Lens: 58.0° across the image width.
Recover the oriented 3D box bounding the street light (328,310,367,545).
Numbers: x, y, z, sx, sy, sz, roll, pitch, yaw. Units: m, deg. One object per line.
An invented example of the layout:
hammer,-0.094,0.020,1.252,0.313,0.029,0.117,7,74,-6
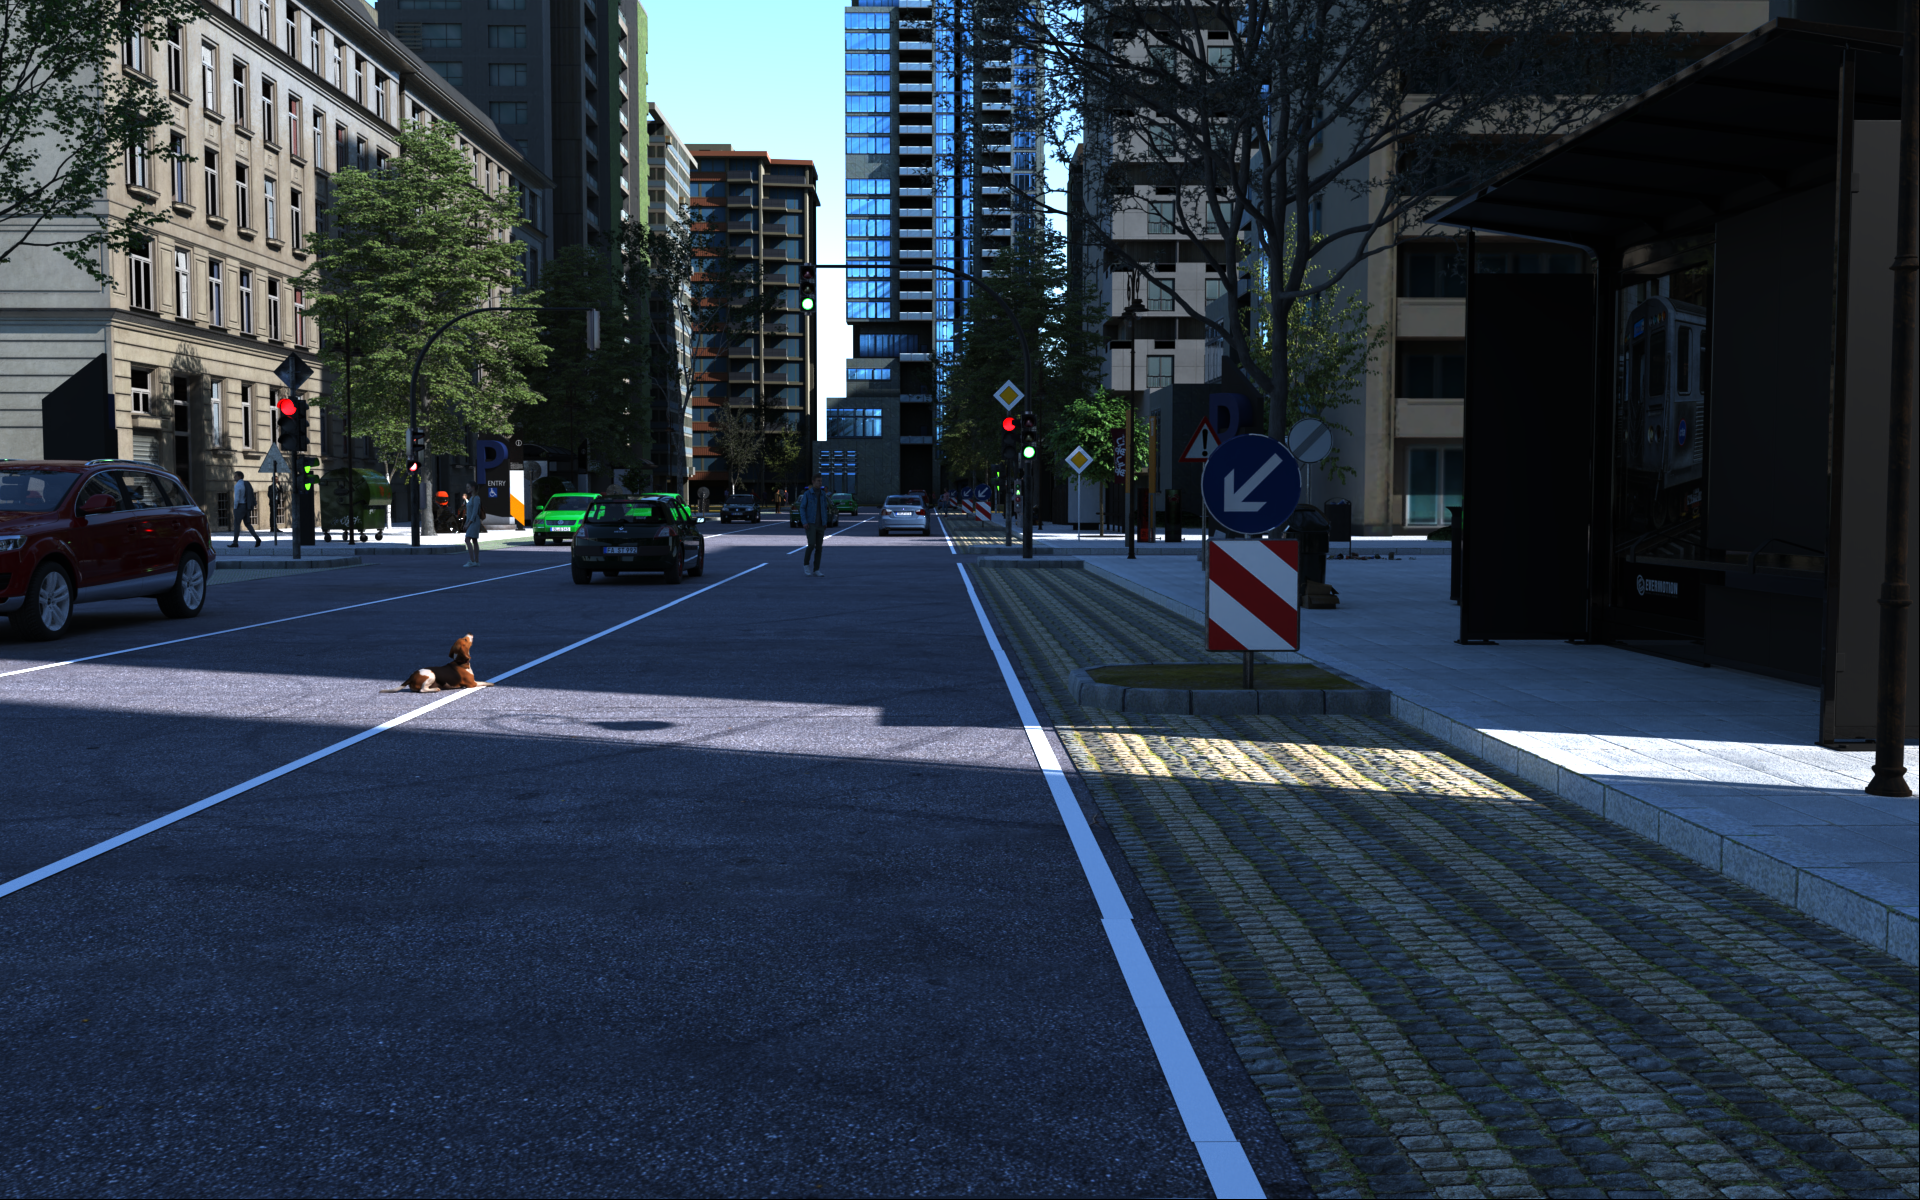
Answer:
street light,-15.420,-4.339,43.737,0.468,5.910,1.993,0,4,-1

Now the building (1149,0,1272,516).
building,23.627,-47.779,93.851,22.319,86.520,31.000,0,4,-1

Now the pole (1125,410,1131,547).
pole,4.112,-2.942,41.952,0.158,3.312,0.155,0,3,0

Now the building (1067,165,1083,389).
building,16.358,-23.423,154.670,14.160,30.474,14.107,0,4,-1

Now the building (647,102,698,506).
building,-38.628,-29.155,168.566,23.993,40.220,32.217,0,4,-1

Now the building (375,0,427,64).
building,-32.271,-26.914,123.633,14.154,41.232,14.086,0,4,-1

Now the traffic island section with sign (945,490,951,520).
traffic island section with sign,0.272,-5.231,94.153,1.989,1.847,2.006,0,4,-1

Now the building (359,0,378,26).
building,-61.528,-33.639,173.704,21.600,48.544,21.300,0,4,-1

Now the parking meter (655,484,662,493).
parking meter,-17.622,-5.848,101.329,0.255,1.863,0.399,-3,5,-42

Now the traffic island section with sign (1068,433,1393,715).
traffic island section with sign,1.787,-0.212,12.101,1.989,1.847,2.006,0,4,-1

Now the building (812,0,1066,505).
building,-2.516,-55.384,218.202,31.000,86.520,22.319,0,4,-1

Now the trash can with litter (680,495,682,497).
trash can with litter,-17.138,-5.740,104.907,1.678,1.210,2.233,-3,5,-44

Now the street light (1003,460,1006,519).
street light,2.344,-7.170,90.012,0.468,5.910,1.993,0,4,-1

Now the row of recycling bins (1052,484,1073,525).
row of recycling bins,4.625,-4.001,72.532,1.069,1.692,3.534,-1,4,-12

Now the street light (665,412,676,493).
street light,-16.367,-7.660,98.034,0.468,5.910,1.993,0,4,-1

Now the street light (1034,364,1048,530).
street light,2.876,-5.450,61.891,0.468,5.910,1.993,0,4,-1

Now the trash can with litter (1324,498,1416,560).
trash can with litter,7.797,-1.403,33.994,2.233,1.210,1.678,1,4,19

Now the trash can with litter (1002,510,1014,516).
trash can with litter,2.863,-5.435,100.245,0.624,1.170,1.055,2,4,27

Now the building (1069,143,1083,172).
building,21.154,-34.609,215.961,14.200,45.320,14.600,0,4,-1

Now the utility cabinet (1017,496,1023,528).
utility cabinet,2.380,-3.368,66.231,0.306,1.237,1.020,0,4,-6

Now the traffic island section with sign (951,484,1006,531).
traffic island section with sign,0.763,-3.583,67.202,1.989,1.847,2.006,0,4,-1

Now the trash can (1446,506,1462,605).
trash can,5.973,-0.508,19.957,0.748,1.137,0.748,0,3,0

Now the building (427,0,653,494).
building,-32.793,-27.790,137.959,14.154,41.232,14.086,0,4,-1

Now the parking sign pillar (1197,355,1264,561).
parking sign pillar,5.276,-2.732,33.143,1.447,3.967,1.447,-1,4,-23

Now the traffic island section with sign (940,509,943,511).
traffic island section with sign,-0.665,-8.331,144.839,1.989,1.847,2.006,0,4,-1

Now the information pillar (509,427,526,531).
information pillar,-15.502,-4.237,60.637,0.504,3.616,0.183,-1,4,-10

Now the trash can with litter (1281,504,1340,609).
trash can with litter,4.056,-0.509,19.704,0.624,1.170,1.055,-1,4,-9

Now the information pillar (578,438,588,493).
information pillar,-15.824,-4.978,72.751,0.504,3.616,0.183,2,4,33

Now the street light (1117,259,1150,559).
street light,3.404,-3.755,34.184,0.468,5.910,1.993,0,4,-1

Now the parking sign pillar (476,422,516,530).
parking sign pillar,-16.765,-4.524,62.437,1.447,3.967,1.447,1,4,12

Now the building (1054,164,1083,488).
building,25.263,-29.481,173.901,32.217,40.220,23.993,0,4,-1

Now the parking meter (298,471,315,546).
parking meter,-16.321,-2.291,43.164,0.399,1.863,0.255,0,4,0

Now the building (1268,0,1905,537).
building,22.488,-26.781,61.568,21.600,48.544,21.300,0,4,-1

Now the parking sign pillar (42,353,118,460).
parking sign pillar,-16.968,-2.750,33.437,1.447,3.967,1.447,0,4,8

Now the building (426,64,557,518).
building,-33.114,-15.972,94.428,16.112,22.955,30.059,0,4,-1

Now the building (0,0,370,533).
building,-32.271,-14.127,64.261,16.112,22.955,30.059,0,4,-1

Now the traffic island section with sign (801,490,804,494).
traffic island section with sign,-15.372,-9.934,171.043,1.989,1.847,2.006,0,4,-1

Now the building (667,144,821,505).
building,-32.452,-34.539,219.329,28.867,44.769,22.147,0,4,-1

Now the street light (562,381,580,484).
street light,-15.841,-5.988,70.689,0.468,5.910,1.993,0,4,-1

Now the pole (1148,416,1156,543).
pole,5.045,-3.154,45.419,0.158,3.312,0.155,0,3,0

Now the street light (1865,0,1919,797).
street light,3.974,-2.107,7.234,0.468,5.910,1.993,0,4,-1

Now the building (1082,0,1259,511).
building,23.967,-33.254,132.941,28.713,52.752,27.495,0,4,-1

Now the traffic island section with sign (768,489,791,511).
traffic island section with sign,-14.876,-8.285,144.093,1.989,1.847,2.006,0,4,-1
